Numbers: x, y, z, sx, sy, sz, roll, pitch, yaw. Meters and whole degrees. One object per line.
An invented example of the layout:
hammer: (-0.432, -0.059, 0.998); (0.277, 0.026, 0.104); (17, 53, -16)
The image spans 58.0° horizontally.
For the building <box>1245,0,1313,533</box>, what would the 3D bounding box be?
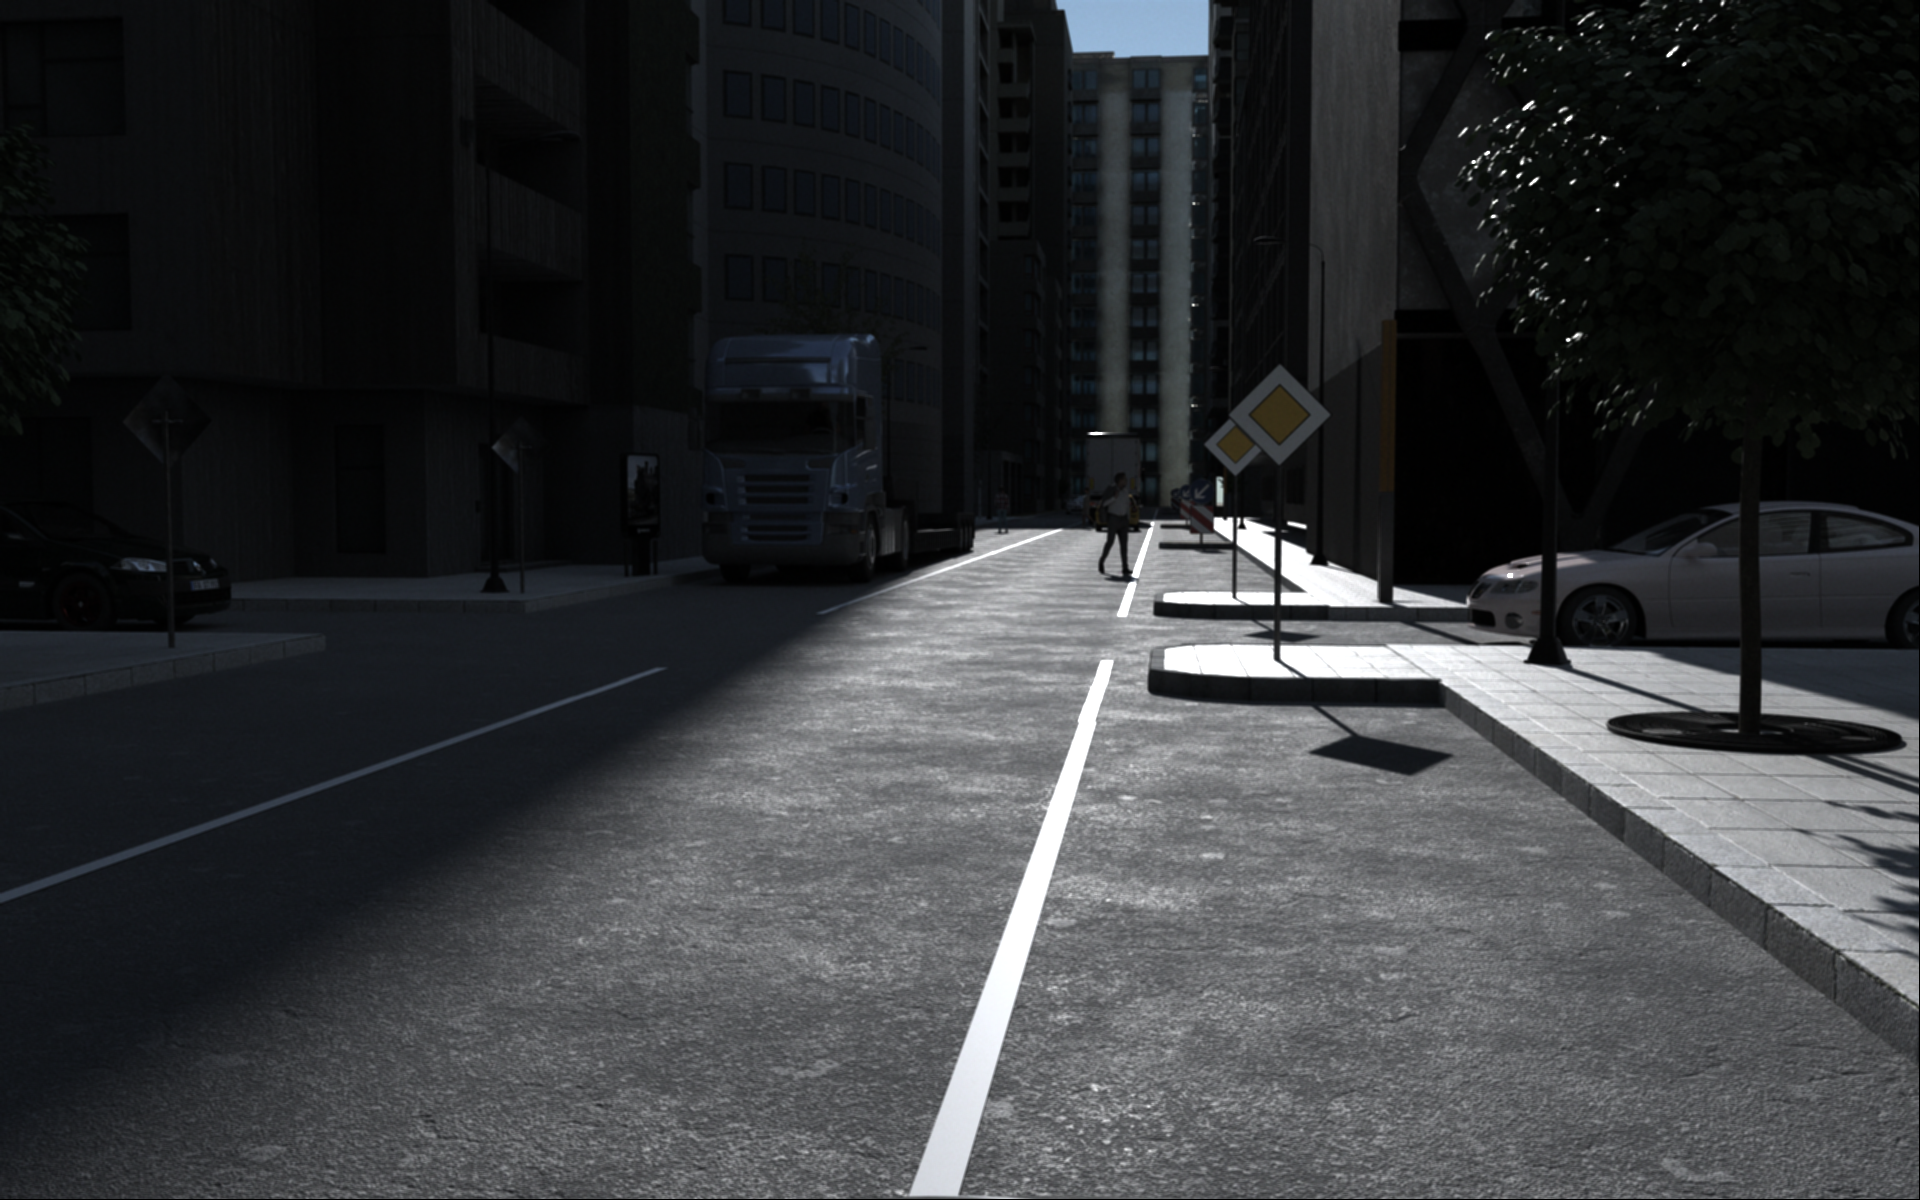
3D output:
building: (16.264, -15.815, 52.090); (14.314, 27.812, 24.014); (0, 4, 7)

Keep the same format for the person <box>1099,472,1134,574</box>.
person: (2.798, -1.388, 31.294); (0.679, 1.850, 0.850); (-3, 4, -36)

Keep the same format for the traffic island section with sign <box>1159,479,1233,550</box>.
traffic island section with sign: (6.265, -2.272, 45.779); (1.989, 1.847, 2.006); (0, 4, 7)

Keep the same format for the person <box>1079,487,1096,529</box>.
person: (5.291, -3.832, 71.909); (0.760, 1.731, 0.466); (-2, 4, -32)

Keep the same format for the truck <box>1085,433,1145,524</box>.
truck: (7.662, -5.909, 85.523); (2.839, 4.237, 11.283); (0, 4, 7)

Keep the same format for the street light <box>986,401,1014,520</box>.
street light: (2.013, -6.992, 86.853); (1.470, 5.913, 1.316); (0, 4, 7)

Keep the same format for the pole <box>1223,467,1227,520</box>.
pole: (13.066, -5.592, 85.271); (0.158, 3.312, 0.155); (0, 3, 0)

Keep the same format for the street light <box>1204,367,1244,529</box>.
street light: (9.823, -5.566, 63.543); (1.470, 5.913, 1.316); (0, 4, 7)

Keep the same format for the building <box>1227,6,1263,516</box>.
building: (23.529, -20.445, 105.984); (14.160, 30.474, 14.107); (0, 4, 7)

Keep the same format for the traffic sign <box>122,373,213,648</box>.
traffic sign: (-6.582, -0.658, 14.405); (0.795, 2.450, 0.064); (0, 4, 7)

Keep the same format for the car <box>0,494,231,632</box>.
car: (-9.983, -0.530, 18.452); (4.222, 1.686, 2.009); (0, 4, 8)

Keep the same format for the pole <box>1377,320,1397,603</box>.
pole: (5.031, -1.625, 20.405); (0.158, 3.312, 0.155); (0, 3, 0)

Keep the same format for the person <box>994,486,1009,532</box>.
person: (1.574, -3.416, 65.185); (0.563, 1.720, 0.643); (0, 4, -2)

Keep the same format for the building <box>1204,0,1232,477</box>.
building: (35.945, -34.599, 154.929); (28.713, 52.752, 27.495); (0, 4, 7)

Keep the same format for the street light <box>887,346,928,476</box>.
street light: (-1.715, -5.015, 54.531); (1.470, 5.913, 1.316); (0, 4, 7)

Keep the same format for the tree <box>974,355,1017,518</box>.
tree: (0.837, -8.620, 91.292); (4.360, 8.622, 3.978); (0, 3, 0)

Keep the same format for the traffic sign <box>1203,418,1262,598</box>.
traffic sign: (3.375, -1.078, 21.264); (0.795, 2.450, 0.064); (0, 4, 7)

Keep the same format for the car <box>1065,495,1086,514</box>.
car: (8.486, -6.779, 123.198); (2.083, 1.381, 4.827); (0, 4, 5)

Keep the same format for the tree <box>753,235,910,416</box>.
tree: (-3.768, -6.105, 50.175); (4.737, 8.622, 4.395); (0, 3, 0)

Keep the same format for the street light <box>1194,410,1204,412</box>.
street light: (13.591, -7.532, 95.695); (1.470, 5.913, 1.316); (0, 4, 7)

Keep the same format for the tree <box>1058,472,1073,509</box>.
tree: (8.751, -9.479, 149.587); (1.663, 3.219, 1.824); (0, 3, 0)

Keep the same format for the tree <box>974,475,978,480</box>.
tree: (-0.138, -5.480, 84.191); (1.663, 3.219, 1.824); (0, 3, 0)

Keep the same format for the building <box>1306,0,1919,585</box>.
building: (14.916, -9.827, 28.118); (16.811, 18.784, 16.820); (0, 4, 7)

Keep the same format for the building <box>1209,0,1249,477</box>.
building: (29.699, -28.867, 126.605); (22.147, 44.769, 28.867); (0, 4, 7)

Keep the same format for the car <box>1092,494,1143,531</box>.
car: (6.211, -3.547, 68.225); (2.015, 1.641, 3.980); (0, 4, 5)

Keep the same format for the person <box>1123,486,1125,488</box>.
person: (6.802, -3.961, 73.279); (0.660, 1.820, 0.620); (1, 4, 19)

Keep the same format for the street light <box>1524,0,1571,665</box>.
street light: (3.929, -2.478, 13.059); (1.470, 5.913, 1.316); (0, 4, 7)

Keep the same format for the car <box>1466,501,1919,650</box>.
car: (7.179, -0.223, 16.009); (4.827, 1.381, 2.083); (0, 4, 5)

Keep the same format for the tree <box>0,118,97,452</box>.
tree: (-7.693, -1.734, 12.064); (4.285, 4.588, 4.351); (0, 3, 0)

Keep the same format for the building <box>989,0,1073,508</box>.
building: (-0.486, -33.009, 163.398); (21.600, 48.544, 21.300); (0, 4, 7)

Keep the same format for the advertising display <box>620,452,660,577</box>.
advertising display: (-5.010, -1.342, 27.159); (0.123, 1.923, 0.974); (1, 4, 21)

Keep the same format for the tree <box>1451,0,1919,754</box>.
tree: (4.300, -1.556, 9.155); (4.285, 4.588, 4.351); (0, 3, 0)

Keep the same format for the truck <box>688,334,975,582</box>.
truck: (-1.854, -2.769, 35.039); (2.967, 4.110, 18.799); (0, 4, 6)

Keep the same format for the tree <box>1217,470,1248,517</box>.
tree: (15.458, -6.345, 98.347); (1.663, 3.219, 1.824); (0, 3, 0)

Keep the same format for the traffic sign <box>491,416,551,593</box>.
traffic sign: (-5.655, -1.143, 22.336); (0.795, 2.450, 0.064); (0, 4, 7)

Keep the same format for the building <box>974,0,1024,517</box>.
building: (-6.579, -40.905, 107.054); (20.563, 71.187, 20.611); (0, 4, 7)

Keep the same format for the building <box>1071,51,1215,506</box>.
building: (13.891, -34.930, 190.710); (30.456, 49.044, 23.786); (0, 4, 7)

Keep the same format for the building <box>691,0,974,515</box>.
building: (-11.393, -32.196, 68.398); (21.231, 58.520, 28.212); (0, 4, 7)

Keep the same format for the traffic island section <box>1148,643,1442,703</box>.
traffic island section: (2.473, 0.543, 13.407); (2.009, 0.180, 2.903); (0, 4, 7)

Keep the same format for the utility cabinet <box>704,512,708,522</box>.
utility cabinet: (-6.858, -2.124, 43.407); (0.318, 1.500, 1.173); (3, 4, 39)

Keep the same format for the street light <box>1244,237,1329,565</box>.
street light: (6.000, -3.600, 31.397); (1.470, 5.913, 1.316); (0, 4, 7)

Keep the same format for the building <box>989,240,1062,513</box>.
building: (-6.828, -17.659, 133.769); (27.650, 21.520, 28.899); (0, 4, 7)

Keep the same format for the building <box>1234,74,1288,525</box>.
building: (20.216, -15.898, 79.005); (14.314, 24.678, 30.058); (0, 4, 7)

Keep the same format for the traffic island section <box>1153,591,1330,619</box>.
traffic island section: (3.400, 0.058, 21.339); (2.009, 0.180, 2.903); (0, 4, 7)

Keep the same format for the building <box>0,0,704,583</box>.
building: (-13.091, -15.744, 29.114); (14.160, 30.474, 14.107); (0, 4, 7)

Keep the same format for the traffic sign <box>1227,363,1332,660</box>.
traffic sign: (2.448, -0.593, 13.333); (0.795, 2.450, 0.064); (0, 4, 7)

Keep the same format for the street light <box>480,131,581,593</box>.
street light: (-5.543, -3.049, 22.386); (1.470, 5.913, 1.316); (0, 4, 7)
